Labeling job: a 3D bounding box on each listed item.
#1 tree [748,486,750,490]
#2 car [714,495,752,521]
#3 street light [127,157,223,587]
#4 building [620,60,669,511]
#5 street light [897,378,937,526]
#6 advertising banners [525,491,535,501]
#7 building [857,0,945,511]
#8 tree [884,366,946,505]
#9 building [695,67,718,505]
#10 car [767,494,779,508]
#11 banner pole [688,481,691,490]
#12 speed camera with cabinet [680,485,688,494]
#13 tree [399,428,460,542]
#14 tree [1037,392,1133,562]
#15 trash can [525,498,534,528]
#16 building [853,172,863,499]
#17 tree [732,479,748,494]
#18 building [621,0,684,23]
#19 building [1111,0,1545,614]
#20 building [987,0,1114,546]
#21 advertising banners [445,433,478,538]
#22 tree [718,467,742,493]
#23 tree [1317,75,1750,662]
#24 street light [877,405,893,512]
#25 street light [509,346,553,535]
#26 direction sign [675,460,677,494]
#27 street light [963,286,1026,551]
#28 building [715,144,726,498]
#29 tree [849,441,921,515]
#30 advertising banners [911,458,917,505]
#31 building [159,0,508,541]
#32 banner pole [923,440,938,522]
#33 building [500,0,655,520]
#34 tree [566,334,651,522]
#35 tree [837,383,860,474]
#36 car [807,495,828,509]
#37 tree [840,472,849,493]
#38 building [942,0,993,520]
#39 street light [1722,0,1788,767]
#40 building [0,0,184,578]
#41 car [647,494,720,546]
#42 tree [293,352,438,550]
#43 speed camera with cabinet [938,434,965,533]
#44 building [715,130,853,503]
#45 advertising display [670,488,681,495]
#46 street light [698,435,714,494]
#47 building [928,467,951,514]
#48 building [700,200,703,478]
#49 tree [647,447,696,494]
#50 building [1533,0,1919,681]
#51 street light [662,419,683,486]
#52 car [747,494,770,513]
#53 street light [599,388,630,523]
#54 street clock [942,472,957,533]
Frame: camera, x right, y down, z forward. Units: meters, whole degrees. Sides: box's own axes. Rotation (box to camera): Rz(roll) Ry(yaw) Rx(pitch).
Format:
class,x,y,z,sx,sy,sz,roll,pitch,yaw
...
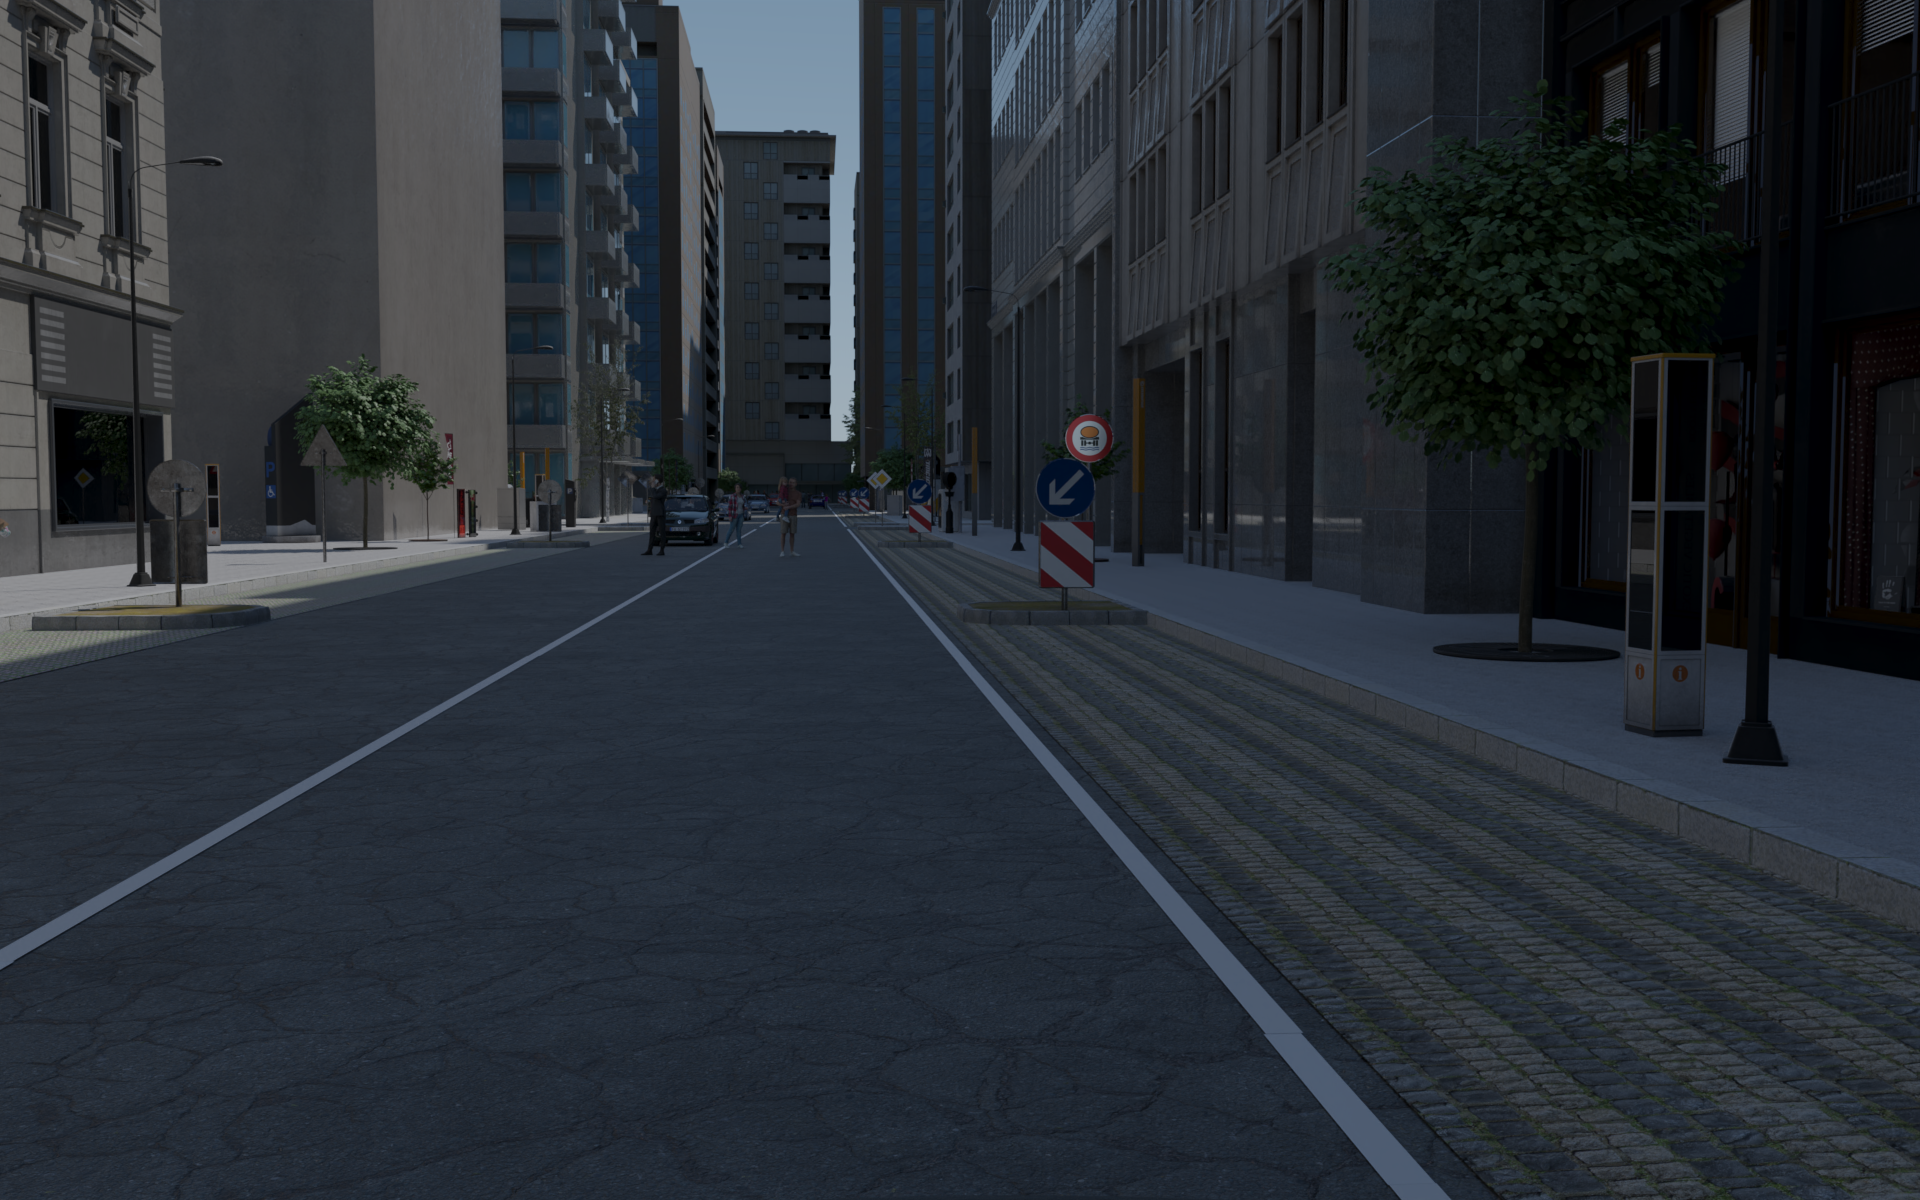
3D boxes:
class,x,y,z,sx,sy,sz,roll,pitch,yaw
tree,-28.213,-14.166,226.215,1.663,3.219,1.824,0,3,0
car,-12.291,-5.020,94.078,2.014,1.417,4.499,0,4,-3
street light,-10.850,-3.145,23.956,1.470,5.913,1.316,0,4,-5
building,-38.804,-26.950,132.506,32.217,40.220,23.993,0,4,-5
street light,-1.655,-5.918,69.305,1.470,5.913,1.316,0,4,-5
advertising banners,-17.302,-4.389,67.954,2.074,3.025,0.090,-1,4,-13
building,-1.075,-30.014,140.836,14.600,45.320,14.200,0,4,-5
tree,-2.169,-9.169,100.273,4.737,8.622,4.395,0,3,0
building,-37.882,-34.549,188.575,21.300,48.544,21.600,0,4,-5
car,-19.276,-10.524,181.110,2.155,1.783,4.494,0,4,-4
banner pole,-23.285,-9.721,148.952,0.401,3.779,0.863,-2,4,-32
speed camera with cabinet,-21.328,-8.515,133.563,0.660,3.252,2.038,1,4,16
tree,-14.305,-3.199,46.898,1.663,3.219,1.824,0,3,0
tree,2.213,-2.347,32.980,1.663,3.219,1.824,0,3,0
trash can,-16.546,-3.315,65.855,0.748,1.137,0.748,0,3,0
building,-4.487,-38.190,248.106,21.600,48.544,21.300,0,4,-5
tree,-28.186,-13.753,219.462,1.663,3.219,1.824,0,3,0
building,-31.697,-31.004,157.032,14.600,45.320,14.200,0,4,-5
building,10.128,-12.849,28.100,12.078,24.808,19.932,0,4,-5
building,7.799,-16.830,52.670,11.434,29.767,29.804,0,4,-5
advertising banners,-14.581,-3.329,50.622,0.090,3.025,2.074,1,4,9
tree,-27.811,-13.688,207.511,4.285,4.588,4.351,0,3,0
tree,4.464,-1.836,13.735,4.285,4.588,4.351,0,3,0
street light,-3.427,-7.209,90.404,1.470,5.913,1.316,0,4,-5
street light,-13.442,-5.003,54.348,1.470,5.913,1.316,0,4,-5
direction sign,-18.807,-7.511,114.794,0.379,3.537,0.876,0,4,0
street light,0.773,-4.059,38.901,1.470,5.913,1.316,0,4,-5
building,-36.928,-34.636,216.405,14.200,45.320,14.600,0,4,-5
tree,-4.281,-7.945,113.613,4.285,4.588,4.351,0,3,0
advertising banners,-2.245,-5.390,84.309,0.090,3.025,2.074,-1,4,-8
building,-33.492,-15.306,54.762,34.151,26.468,19.350,0,4,-5
banner pole,-1.352,-5.503,79.999,0.863,3.779,0.401,2,4,31
building,-30.255,-29.239,97.660,23.786,49.044,30.456,0,4,-5
tree,-16.330,-7.934,80.076,4.360,8.622,3.978,0,3,0
tree,-7.660,-14.715,158.720,7.486,12.596,7.792,0,3,0
car,-13.781,-9.484,167.651,1.945,1.354,3.894,0,4,-6
tree,-9.608,-11.629,173.848,4.285,4.588,4.351,0,3,0
building,6.611,-19.313,87.463,14.107,30.474,14.160,0,4,-5
street light,3.280,-2.175,8.100,1.470,5.913,1.316,0,4,-5
building,-21.605,-14.482,13.197,17.030,29.872,44.131,0,4,-5
car,-7.800,-2.407,49.144,2.009,1.686,4.222,0,4,-5
tree,-13.828,-3.452,40.162,4.285,4.588,4.351,0,3,0
speed camera with cabinet,-0.306,-3.893,57.984,0.660,3.252,2.038,-1,4,-10
building,-29.472,-40.378,249.419,27.495,52.752,28.713,0,4,-5
advertising display,-21.240,-7.578,129.115,0.974,1.923,0.123,1,4,14
street light,-20.133,-10.066,137.123,1.470,5.913,1.316,0,4,-5
building,14.329,-25.886,115.116,32.217,40.220,23.993,0,4,-5
building,-33.002,-31.868,171.146,14.600,45.320,14.200,0,4,-5
tree,-20.056,-8.344,120.142,4.285,4.588,4.351,0,3,0
building,12.708,-11.022,9.885,12.332,23.373,15.834,0,4,-5
street light,-17.746,-8.206,106.714,1.470,5.913,1.316,0,4,-5
car,-15.177,-7.177,129.349,2.014,1.417,4.499,0,4,-3
street light,-15.187,-6.334,76.097,1.470,5.913,1.316,0,4,-5
street clock,-0.341,-3.171,56.412,0.358,2.002,0.471,3,5,41
